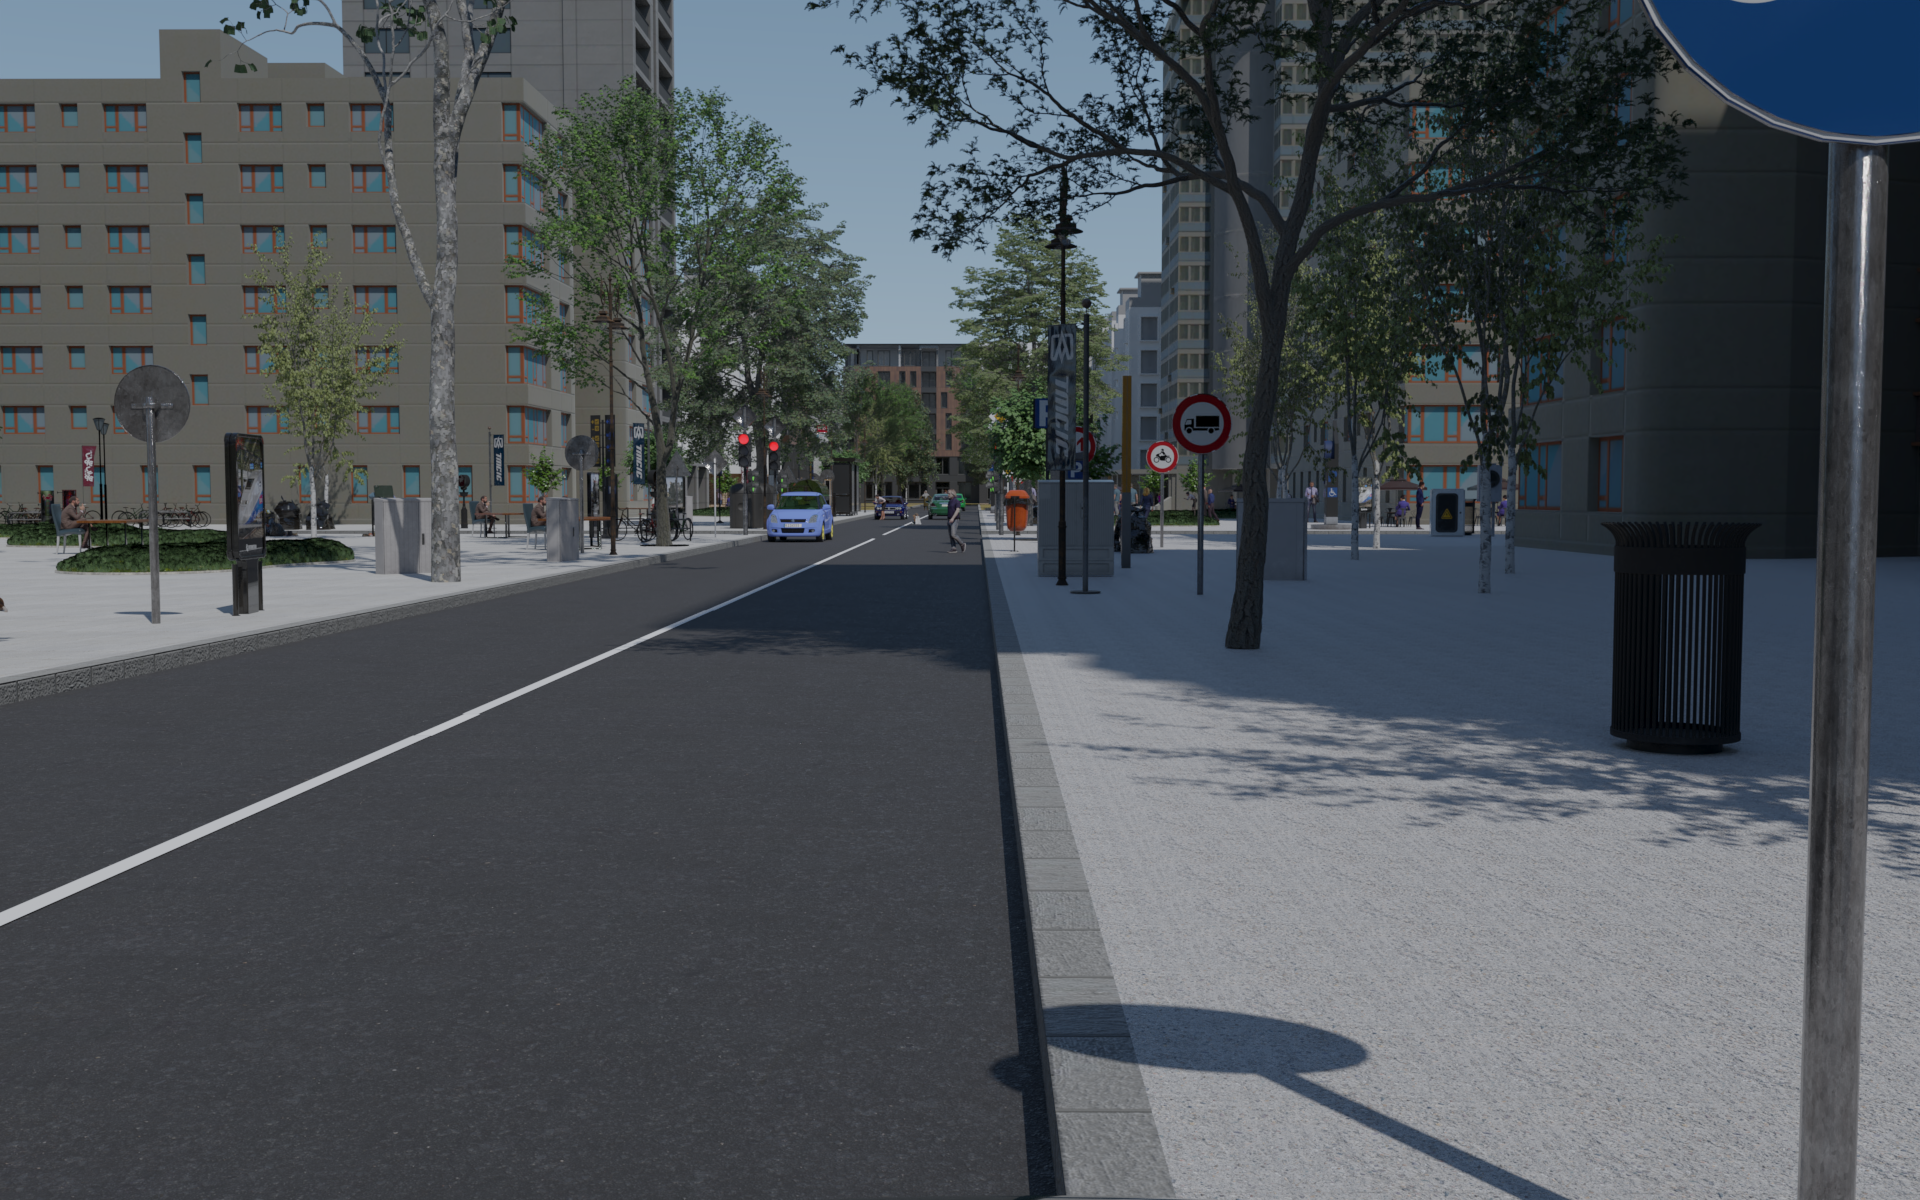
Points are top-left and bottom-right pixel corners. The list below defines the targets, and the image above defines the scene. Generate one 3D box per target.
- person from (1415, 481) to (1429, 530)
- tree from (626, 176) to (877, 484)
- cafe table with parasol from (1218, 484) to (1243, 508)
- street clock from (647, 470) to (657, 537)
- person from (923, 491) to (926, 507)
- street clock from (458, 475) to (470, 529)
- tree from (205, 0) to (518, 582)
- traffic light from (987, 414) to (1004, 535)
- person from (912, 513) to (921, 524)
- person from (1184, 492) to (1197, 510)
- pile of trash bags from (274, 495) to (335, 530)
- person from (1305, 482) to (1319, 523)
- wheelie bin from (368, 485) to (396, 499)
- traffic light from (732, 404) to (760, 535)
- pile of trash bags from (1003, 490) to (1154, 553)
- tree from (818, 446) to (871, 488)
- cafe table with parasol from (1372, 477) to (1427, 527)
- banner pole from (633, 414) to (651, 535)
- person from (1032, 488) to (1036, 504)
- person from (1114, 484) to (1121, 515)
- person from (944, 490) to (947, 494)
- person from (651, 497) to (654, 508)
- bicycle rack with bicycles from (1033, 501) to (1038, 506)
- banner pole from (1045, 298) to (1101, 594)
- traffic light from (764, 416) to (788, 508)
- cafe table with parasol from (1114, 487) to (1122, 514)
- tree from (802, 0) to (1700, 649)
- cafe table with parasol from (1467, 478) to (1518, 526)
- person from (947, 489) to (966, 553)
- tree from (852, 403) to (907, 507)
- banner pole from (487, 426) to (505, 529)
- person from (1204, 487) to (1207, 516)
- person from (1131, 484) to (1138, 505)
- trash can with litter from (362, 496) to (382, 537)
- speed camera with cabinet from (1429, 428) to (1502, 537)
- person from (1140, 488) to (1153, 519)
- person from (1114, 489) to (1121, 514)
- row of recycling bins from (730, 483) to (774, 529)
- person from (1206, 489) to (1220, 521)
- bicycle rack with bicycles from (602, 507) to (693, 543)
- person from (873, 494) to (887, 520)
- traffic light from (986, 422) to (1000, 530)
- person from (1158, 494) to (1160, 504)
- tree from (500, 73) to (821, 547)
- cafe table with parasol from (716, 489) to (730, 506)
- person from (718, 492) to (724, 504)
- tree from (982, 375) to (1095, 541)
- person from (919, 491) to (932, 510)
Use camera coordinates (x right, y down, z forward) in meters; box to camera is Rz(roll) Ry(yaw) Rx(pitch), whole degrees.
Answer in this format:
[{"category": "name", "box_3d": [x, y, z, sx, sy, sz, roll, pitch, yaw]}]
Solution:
[{"category": "person", "box_3d": [16.719, -3.423, 62.707, 0.504, 1.737, 0.576, 0, 4, 4]}, {"category": "tree", "box_3d": [-8.074, -9.940, 69.168, 9.857, 13.997, 8.962, 0, 3, 0]}, {"category": "cafe table with parasol", "box_3d": [17.787, -6.473, 110.692, 2.610, 1.966, 2.610, 2, 4, 33]}, {"category": "street clock", "box_3d": [-9.180, -2.912, 52.179, 0.358, 2.002, 0.471, 2, 4, 31]}, {"category": "person", "box_3d": [-4.028, -11.398, 195.573, 0.721, 1.743, 1.217, -2, 4, -34]}, {"category": "street clock", "box_3d": [-18.432, -3.657, 64.355, 0.471, 2.002, 0.358, 2, 4, 33]}, {"category": "tree", "box_3d": [-6.716, -10.402, 25.964, 12.611, 20.169, 13.585, 0, 3, 0]}, {"category": "traffic light", "box_3d": [1.266, -3.974, 53.888, 0.839, 4.253, 0.868, 0, 4, 1]}, {"category": "person", "box_3d": [-2.046, -3.852, 81.953, 0.381, 0.543, 0.357, -3, 5, -45]}, {"category": "person", "box_3d": [14.092, -5.899, 105.679, 0.628, 1.438, 0.799, 3, 4, 37]}, {"category": "pile of trash bags", "box_3d": [-24.307, -3.228, 62.535, 3.447, 1.369, 1.912, 0, 4, 3]}, {"category": "person", "box_3d": [15.691, -4.368, 77.330, 0.709, 1.838, 0.599, 1, 4, 10]}, {"category": "wheelie bin", "box_3d": [-20.847, -3.341, 62.530, 0.980, 1.594, 0.693, -2, 4, -28]}, {"category": "traffic light", "box_3d": [-6.675, -3.977, 53.949, 0.839, 4.253, 0.868, 0, 4, 1]}, {"category": "pile of trash bags", "box_3d": [2.633, -1.753, 38.412, 3.447, 1.369, 1.912, 1, 4, 14]}, {"category": "tree", "box_3d": [-7.442, -7.787, 111.035, 4.285, 4.588, 4.351, 0, 3, 0]}, {"category": "cafe table with parasol", "box_3d": [16.940, -3.818, 67.282, 2.610, 1.966, 2.610, -2, 4, -35]}, {"category": "banner pole", "box_3d": [-9.831, -3.898, 53.743, 0.401, 3.779, 0.863, 3, 5, 39]}, {"category": "person", "box_3d": [3.262, -4.663, 82.145, 0.709, 1.838, 0.599, 1, 4, 20]}, {"category": "person", "box_3d": [8.514, -5.402, 94.492, 0.598, 1.807, 0.434, -3, 5, -40]}, {"category": "person", "box_3d": [-0.999, -7.033, 124.307, 0.431, 1.722, 0.655, -2, 4, -33]}, {"category": "person", "box_3d": [-17.291, -5.361, 97.599, 0.340, 1.345, 0.435, -2, 4, -35]}, {"category": "bicycle rack with bicycles", "box_3d": [4.163, -7.204, 131.168, 2.852, 0.926, 2.925, 1, 4, 17]}, {"category": "banner pole", "box_3d": [1.444, -1.982, 22.417, 0.863, 3.779, 0.401, 3, 5, 41]}, {"category": "traffic light", "box_3d": [-6.598, -4.466, 61.933, 0.839, 4.253, 0.868, 0, 4, 1]}, {"category": "cafe table with parasol", "box_3d": [9.481, -6.394, 109.409, 2.610, 1.966, 2.610, 3, 5, 41]}, {"category": "tree", "box_3d": [2.526, -4.855, 13.794, 8.767, 10.594, 7.601, -2, 4, -33]}, {"category": "cafe table with parasol", "box_3d": [21.481, -3.935, 69.208, 2.610, 1.966, 2.610, -2, 4, -35]}, {"category": "person", "box_3d": [-0.100, -1.926, 42.202, 0.471, 1.553, 0.569, 0, 4, 3]}, {"category": "tree", "box_3d": [-6.298, -11.252, 134.337, 4.737, 8.622, 4.395, 0, 3, 0]}, {"category": "banner pole", "box_3d": [-17.165, -4.525, 64.006, 0.863, 3.779, 0.401, 1, 4, 21]}, {"category": "person", "box_3d": [11.988, -4.828, 85.525, 0.434, 1.755, 0.990, -1, 4, -12]}, {"category": "person", "box_3d": [8.538, -4.892, 86.157, 0.598, 1.807, 0.434, 0, 4, 3]}, {"category": "trash can with litter", "box_3d": [-17.407, -2.548, 52.721, 1.678, 1.210, 2.233, 1, 4, 15]}, {"category": "speed camera with cabinet", "box_3d": [15.246, -3.539, 52.201, 2.038, 3.252, 0.660, 1, 4, 11]}, {"category": "person", "box_3d": [6.589, -3.227, 61.346, 0.480, 1.512, 0.613, 1, 4, 13]}, {"category": "person", "box_3d": [9.558, -6.064, 106.133, 0.756, 1.711, 0.436, 1, 4, 16]}, {"category": "row of recycling bins", "box_3d": [-7.788, -3.575, 65.565, 1.069, 1.692, 3.534, 1, 4, 12]}, {"category": "person", "box_3d": [11.039, -4.128, 76.232, 0.574, 1.496, 0.600, -2, 4, -35]}, {"category": "bicycle rack with bicycles", "box_3d": [-8.393, -2.066, 47.167, 2.852, 0.926, 2.925, 3, 4, 39]}, {"category": "person", "box_3d": [-4.393, -5.112, 95.267, 0.628, 1.438, 0.799, 1, 4, 13]}, {"category": "traffic light", "box_3d": [1.343, -4.462, 61.873, 0.839, 4.253, 0.868, 0, 4, 1]}, {"category": "person", "box_3d": [12.705, -6.090, 108.854, 0.776, 1.435, 0.726, -3, 4, -38]}, {"category": "tree", "box_3d": [-7.225, -7.126, 42.267, 9.928, 11.665, 9.643, 0, 3, 0]}, {"category": "cafe table with parasol", "box_3d": [-16.095, -7.096, 120.887, 2.610, 1.966, 2.610, -3, 4, -37]}, {"category": "person", "box_3d": [-17.264, -7.134, 124.649, 0.435, 1.587, 0.963, 0, 4, -2]}, {"category": "tree", "box_3d": [2.135, -3.925, 47.887, 4.285, 4.588, 4.351, 0, 3, 0]}, {"category": "person", "box_3d": [-2.986, -8.737, 152.084, 1.217, 1.736, 0.721, 0, 4, -4]}]
